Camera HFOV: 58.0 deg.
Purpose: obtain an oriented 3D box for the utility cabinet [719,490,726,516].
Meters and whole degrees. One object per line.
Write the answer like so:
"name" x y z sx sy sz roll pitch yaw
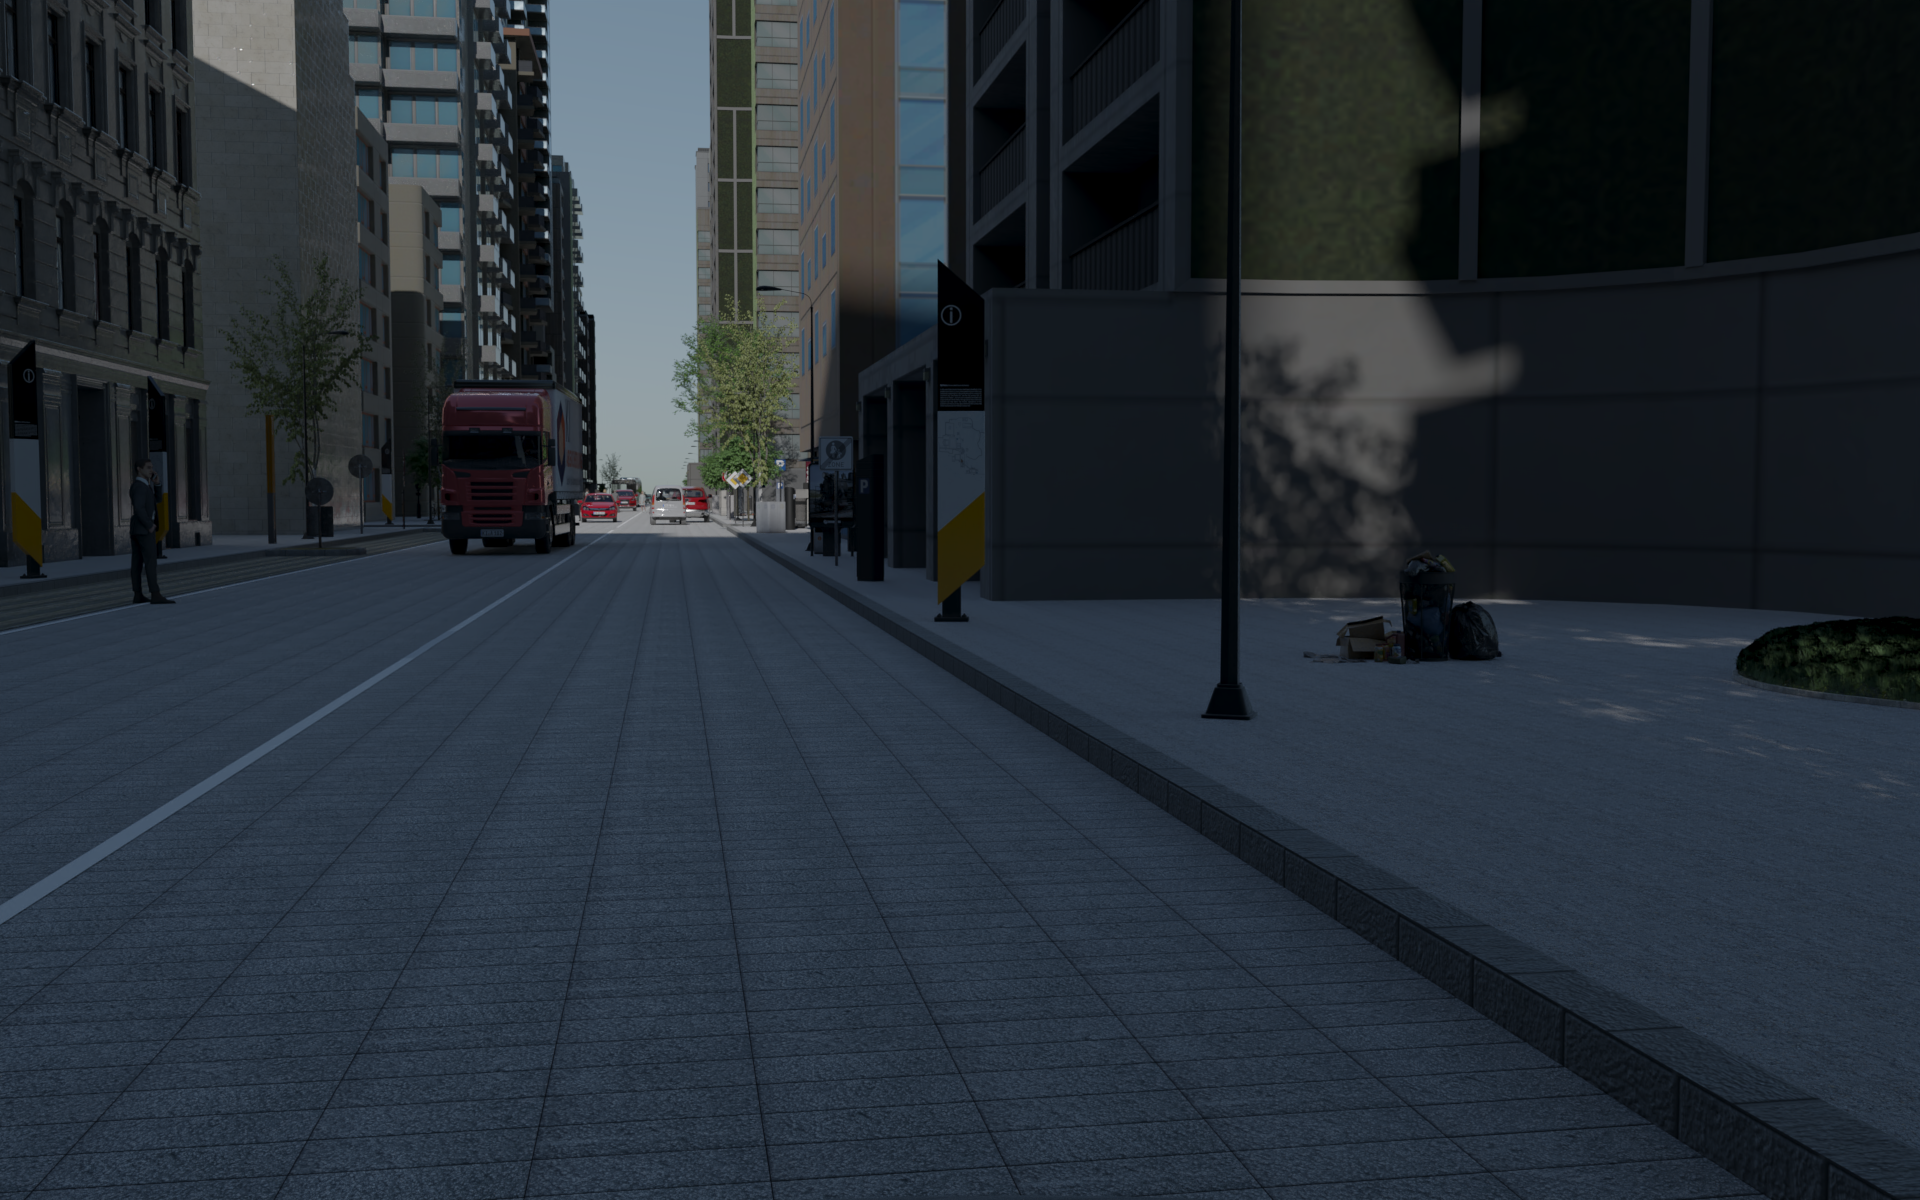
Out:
"utility cabinet" -13.981 -5.706 101.964 0.318 1.500 1.173 -1 4 -14

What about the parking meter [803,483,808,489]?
"parking meter" -7.834 -5.033 87.997 0.255 1.863 0.399 0 4 -8

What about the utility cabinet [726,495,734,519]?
"utility cabinet" -12.006 -4.849 90.445 0.306 1.237 1.020 -1 4 -13

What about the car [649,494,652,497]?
"car" -54.062 -17.757 300.105 2.009 1.686 4.222 0 4 -8

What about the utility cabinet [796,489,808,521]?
"utility cabinet" -7.363 -4.481 81.949 0.318 1.500 1.173 -2 4 -32

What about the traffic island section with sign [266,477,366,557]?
"traffic island section with sign" -15.022 -1.951 40.530 1.989 1.847 2.006 -1 4 -9

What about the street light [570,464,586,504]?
"street light" -39.407 -12.541 177.587 1.470 5.913 1.316 -1 4 -9

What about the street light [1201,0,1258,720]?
"street light" 1.018 -2.274 9.719 1.470 5.913 1.316 -1 4 -9

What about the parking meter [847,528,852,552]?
"parking meter" -2.367 -2.010 38.570 0.255 1.863 0.399 -1 4 -10

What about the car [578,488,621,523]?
"car" -18.395 -4.850 88.344 2.155 1.783 4.494 -1 4 -11

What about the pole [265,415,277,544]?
"pole" -17.754 -3.106 44.629 0.158 3.312 0.155 0 3 0

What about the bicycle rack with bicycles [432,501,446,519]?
"bicycle rack with bicycles" -25.646 -4.608 88.726 2.852 0.926 2.925 -2 4 -31

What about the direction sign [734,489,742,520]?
"direction sign" -10.945 -5.706 85.290 0.379 3.537 0.876 -2 4 -35

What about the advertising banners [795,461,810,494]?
"advertising banners" -8.483 -5.849 91.811 0.090 3.025 2.074 2 4 33

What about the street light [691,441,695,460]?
"street light" -22.312 -10.841 149.795 1.470 5.913 1.316 -1 4 -9

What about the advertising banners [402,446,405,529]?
"advertising banners" -20.364 -4.109 63.369 0.090 3.025 2.074 -1 4 -20

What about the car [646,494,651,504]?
"car" -47.005 -15.069 258.170 2.131 1.459 4.920 -1 4 -11

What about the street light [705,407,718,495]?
"street light" -12.737 -7.334 92.445 1.470 5.913 1.316 -1 4 -9

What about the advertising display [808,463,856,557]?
"advertising display" -2.637 -1.859 35.615 0.974 1.923 0.123 1 4 9

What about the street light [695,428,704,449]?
"street light" -17.616 -9.094 121.229 1.470 5.913 1.316 -1 4 -9

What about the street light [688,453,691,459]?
"street light" -25.144 -11.868 166.574 1.470 5.913 1.316 -1 4 -9

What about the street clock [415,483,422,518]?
"street clock" -28.517 -5.300 91.225 0.358 2.002 0.471 -2 4 -30

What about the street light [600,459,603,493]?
"street light" -48.453 -15.849 231.673 1.470 5.913 1.316 -1 4 -9

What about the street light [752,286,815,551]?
"street light" -3.853 -4.054 38.820 1.470 5.913 1.316 -1 4 -9

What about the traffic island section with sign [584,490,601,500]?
"traffic island section with sign" -37.067 -10.025 172.539 1.989 1.847 2.006 -1 4 -9

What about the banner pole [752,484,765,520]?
"banner pole" -9.915 -5.833 85.379 0.863 3.779 0.401 -3 5 -43

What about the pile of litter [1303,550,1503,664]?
"pile of litter" 3.489 0.023 13.594 1.719 0.858 1.176 0 4 -3

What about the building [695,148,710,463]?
"building" -34.148 -46.025 294.505 21.231 58.520 28.212 -1 4 -9

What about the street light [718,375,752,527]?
"street light" -8.602 -5.825 67.784 1.470 5.913 1.316 -1 4 -9

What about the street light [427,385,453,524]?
"street light" -21.968 -6.177 73.541 1.470 5.913 1.316 -1 4 -9

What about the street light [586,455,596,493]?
"street light" -44.010 -14.284 206.076 1.470 5.913 1.316 -1 4 -9

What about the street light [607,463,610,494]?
"street light" -53.189 -17.590 260.139 1.470 5.913 1.316 -1 4 -9

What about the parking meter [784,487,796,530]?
"parking meter" -6.070 -3.262 61.750 0.372 1.533 0.369 0 3 0

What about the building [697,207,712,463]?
"building" -30.648 -34.599 249.287 14.154 41.232 14.086 -1 4 -9

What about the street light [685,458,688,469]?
"street light" -29.900 -13.608 195.037 1.470 5.913 1.316 -1 4 -9

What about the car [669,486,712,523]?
"car" -13.762 -4.862 88.173 2.281 1.827 5.304 -1 4 -8

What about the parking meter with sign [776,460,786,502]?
"parking meter with sign" -9.176 -5.644 88.537 0.543 3.016 1.738 0 4 -5

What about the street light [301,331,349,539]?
"street light" -18.039 -4.691 49.245 1.470 5.913 1.316 -1 4 -9

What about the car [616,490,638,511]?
"car" -28.121 -8.340 145.037 2.281 1.827 5.304 -1 4 -11

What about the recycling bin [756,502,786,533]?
"recycling bin" -6.255 -2.737 57.297 0.722 1.027 0.722 -3 5 -43

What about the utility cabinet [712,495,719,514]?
"utility cabinet" -15.839 -6.303 114.216 1.020 1.237 0.306 0 4 -7

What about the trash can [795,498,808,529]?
"trash can" -5.996 -3.231 64.485 0.748 1.137 0.748 0 3 0

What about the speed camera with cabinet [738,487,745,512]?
"speed camera with cabinet" -15.439 -7.766 121.308 0.660 3.252 2.038 0 4 -4

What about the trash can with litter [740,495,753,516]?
"trash can with litter" -12.761 -5.693 104.146 1.678 1.210 2.233 -3 4 -39

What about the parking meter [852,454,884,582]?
"parking meter" -1.327 -1.211 25.503 0.399 1.863 0.255 3 5 44

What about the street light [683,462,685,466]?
"street light" -34.877 -15.404 224.398 1.470 5.913 1.316 -1 4 -9
